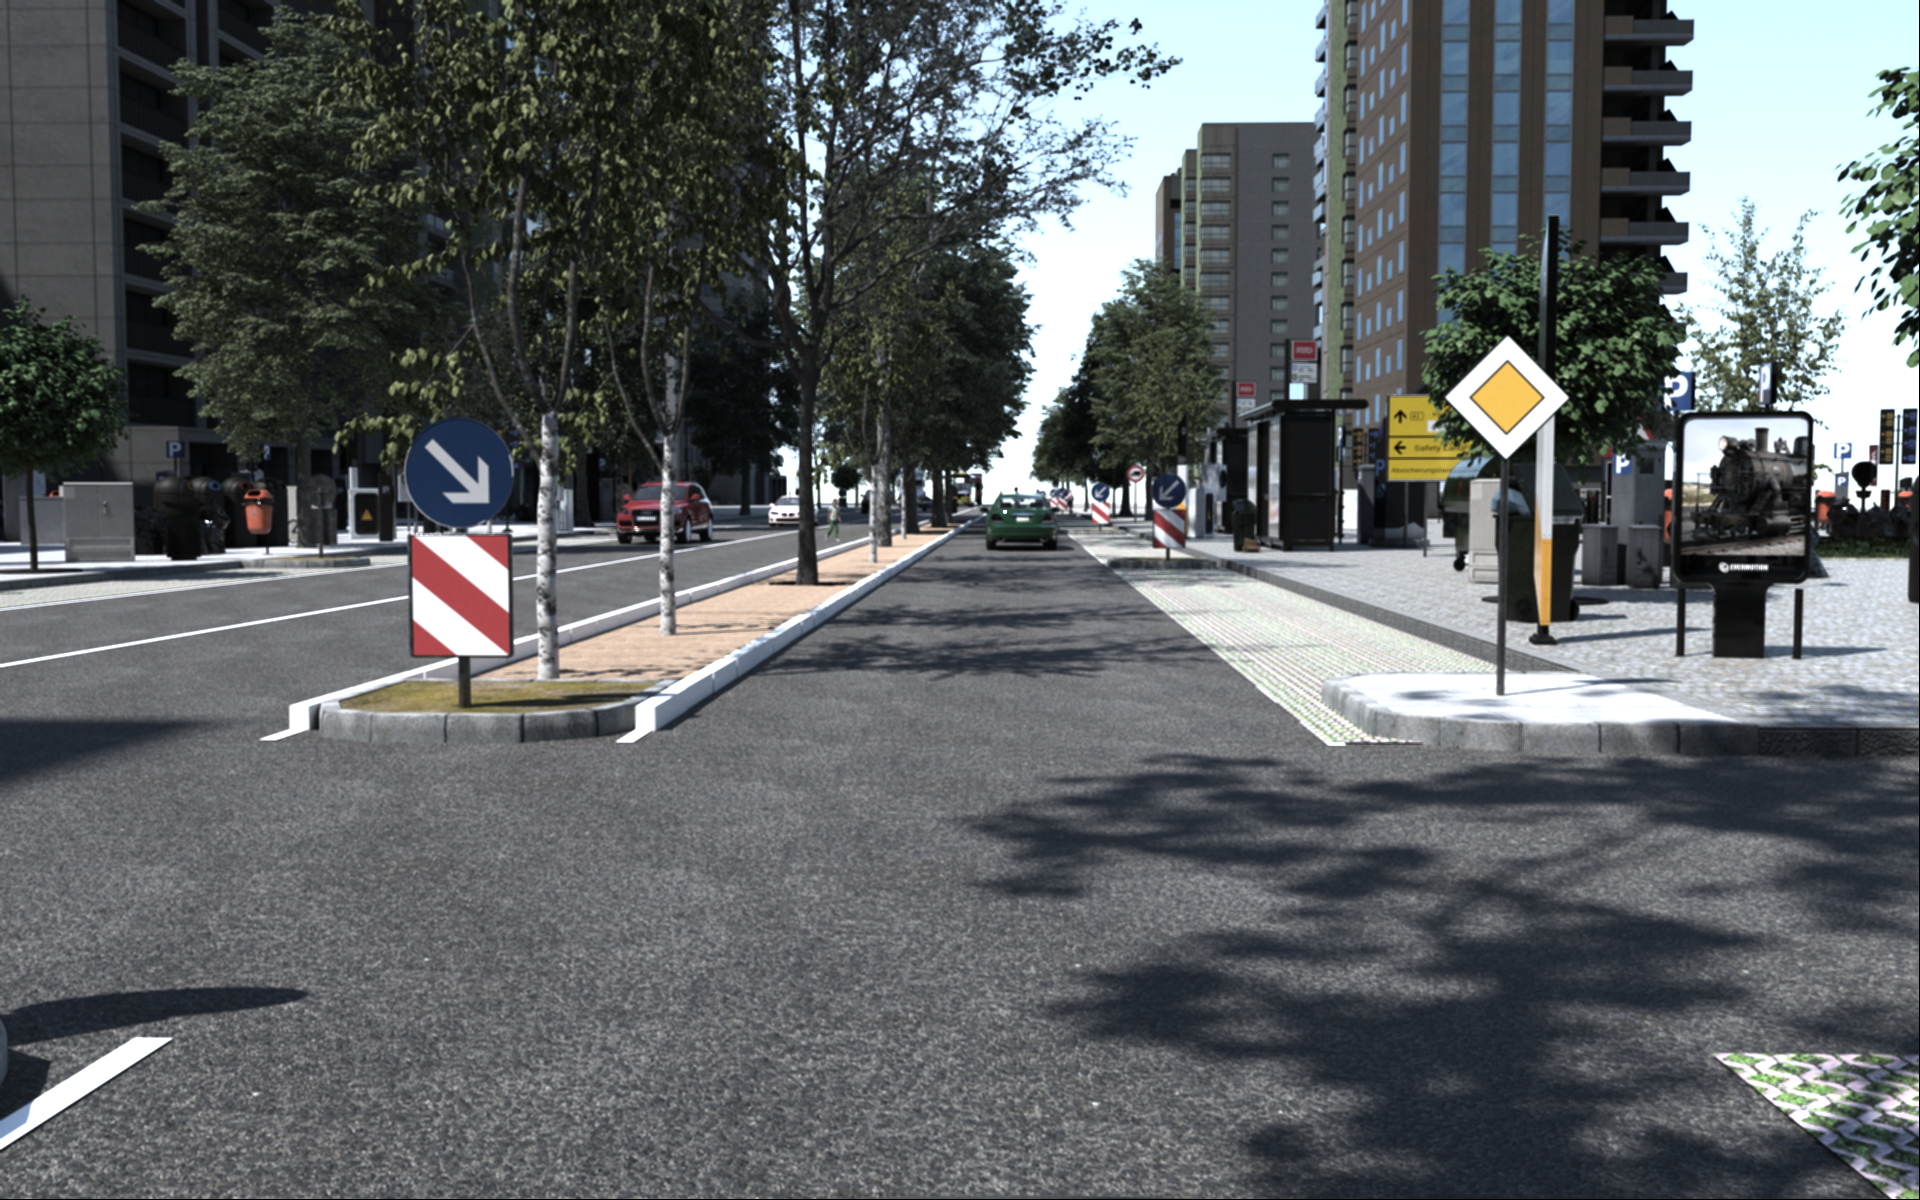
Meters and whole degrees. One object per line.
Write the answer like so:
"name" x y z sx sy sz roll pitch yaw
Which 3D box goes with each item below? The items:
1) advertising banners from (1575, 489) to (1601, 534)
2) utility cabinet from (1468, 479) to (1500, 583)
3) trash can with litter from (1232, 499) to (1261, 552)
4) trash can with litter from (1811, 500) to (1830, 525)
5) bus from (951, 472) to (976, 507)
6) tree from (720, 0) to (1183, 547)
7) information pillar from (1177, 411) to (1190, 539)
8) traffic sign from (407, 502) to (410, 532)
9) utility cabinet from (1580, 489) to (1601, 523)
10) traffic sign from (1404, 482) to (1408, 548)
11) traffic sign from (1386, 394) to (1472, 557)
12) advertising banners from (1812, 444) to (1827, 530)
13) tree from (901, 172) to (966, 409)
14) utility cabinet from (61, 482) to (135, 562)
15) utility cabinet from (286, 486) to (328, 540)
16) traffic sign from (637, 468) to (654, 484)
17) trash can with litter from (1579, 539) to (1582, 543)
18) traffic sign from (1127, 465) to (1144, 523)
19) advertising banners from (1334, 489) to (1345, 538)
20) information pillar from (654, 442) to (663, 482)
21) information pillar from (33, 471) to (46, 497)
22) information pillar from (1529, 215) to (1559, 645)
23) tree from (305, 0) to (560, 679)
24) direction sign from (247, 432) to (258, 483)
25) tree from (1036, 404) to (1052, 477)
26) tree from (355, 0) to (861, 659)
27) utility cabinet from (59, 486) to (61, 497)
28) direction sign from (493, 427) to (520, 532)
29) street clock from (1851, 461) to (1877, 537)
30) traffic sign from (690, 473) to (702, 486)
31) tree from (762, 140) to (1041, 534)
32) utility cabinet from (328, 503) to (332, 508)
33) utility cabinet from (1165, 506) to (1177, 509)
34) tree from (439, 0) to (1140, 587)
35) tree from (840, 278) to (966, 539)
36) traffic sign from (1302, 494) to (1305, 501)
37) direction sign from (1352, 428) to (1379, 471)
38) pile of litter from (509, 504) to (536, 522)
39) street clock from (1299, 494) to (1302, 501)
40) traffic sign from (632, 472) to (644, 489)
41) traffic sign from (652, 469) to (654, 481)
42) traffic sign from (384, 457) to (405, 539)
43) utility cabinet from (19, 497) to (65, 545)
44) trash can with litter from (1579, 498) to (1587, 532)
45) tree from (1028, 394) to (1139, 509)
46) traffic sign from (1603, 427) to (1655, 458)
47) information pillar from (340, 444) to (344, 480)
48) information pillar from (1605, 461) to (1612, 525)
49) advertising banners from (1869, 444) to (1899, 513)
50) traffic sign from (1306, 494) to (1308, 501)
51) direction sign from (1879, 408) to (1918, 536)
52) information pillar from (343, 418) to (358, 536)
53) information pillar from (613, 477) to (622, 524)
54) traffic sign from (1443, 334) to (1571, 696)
"advertising banners" 18.825 -3.479 53.063 2.074 3.025 0.090 -1 4 -22
"utility cabinet" 7.855 -0.976 24.630 1.173 1.500 0.318 3 5 40
"trash can with litter" 6.427 -1.654 38.424 0.624 1.170 1.055 -1 4 -9
"trash can with litter" 34.028 -3.415 66.900 1.678 1.210 2.233 3 5 43
"bus" 0.227 -12.482 195.630 2.896 3.916 12.252 0 4 3
"tree" -0.868 -11.437 45.349 12.611 20.169 13.585 0 3 0
"information pillar" 6.323 -3.531 49.079 0.183 3.616 0.504 -2 4 -23
"traffic sign" -18.747 -3.593 58.849 0.768 2.556 0.104 0 4 6
"utility cabinet" 27.504 -4.094 75.613 1.173 1.500 0.318 -1 4 -9
"traffic sign" 10.523 -2.491 40.832 0.768 2.556 0.104 1 4 10
"traffic sign" 9.805 -2.526 35.178 2.265 3.308 0.079 0 4 7
"advertising banners" 30.438 -3.989 61.404 0.090 3.025 2.074 3 5 43
"tree" -1.826 -5.071 35.724 4.737 8.622 4.395 0 3 0
"utility cabinet" -16.203 -1.463 32.606 1.173 1.500 0.318 -2 4 -27
"utility cabinet" -18.169 -2.399 47.902 1.173 1.500 0.318 1 4 14
"traffic sign" -13.914 -4.678 76.595 0.768 2.556 0.104 1 4 9
"trash can with litter" 15.402 -2.089 45.208 2.233 1.210 1.678 0 4 -3
"traffic sign" 7.707 -4.645 76.054 0.768 2.556 0.104 0 4 5
"advertising banners" 10.988 -3.350 50.955 0.090 3.025 2.074 0 4 -3
"information pillar" -13.553 -5.290 77.846 0.504 3.616 0.183 3 4 36
"information pillar" -30.534 -4.033 57.294 0.183 3.616 0.504 3 5 41
"information pillar" 5.024 -1.437 14.856 0.183 3.616 0.504 1 4 11
"tree" -3.045 -3.660 12.663 4.737 8.622 4.395 0 3 0
"direction sign" -24.294 -4.129 59.504 0.379 3.537 0.876 0 4 -2
"tree" 11.215 -16.068 180.841 7.486 12.596 7.792 0 3 0
"tree" -2.984 -3.955 17.491 4.737 8.622 4.395 0 3 0
"utility cabinet" -23.481 -2.294 46.185 1.173 1.500 0.318 2 4 27
"direction sign" -15.224 -4.047 58.162 0.876 3.537 0.379 0 4 2
"street clock" 19.964 -2.062 38.284 0.471 2.002 0.358 1 4 12
"traffic sign" -12.920 -5.048 84.670 0.606 2.300 0.079 0 4 6
"tree" -1.766 -9.332 61.686 9.857 13.997 8.962 0 3 0
"utility cabinet" -19.001 -2.595 51.111 0.318 1.500 1.173 1 4 13
"utility cabinet" 10.043 -4.397 80.565 0.318 1.500 1.173 -3 4 -38
"tree" -2.423 -6.977 26.903 12.009 13.543 11.850 0 3 0
"tree" -1.774 -6.212 54.386 4.360 8.622 3.978 0 3 0
"traffic sign" 9.687 -2.982 48.864 0.768 2.556 0.104 0 4 2
"direction sign" 13.977 -4.144 59.753 0.876 3.537 0.379 1 4 17
"pile of litter" -20.202 -4.073 80.560 1.719 0.858 1.176 1 4 12
"street clock" 10.399 -2.960 52.963 0.471 2.002 0.358 -1 4 -18
"traffic sign" -15.391 -5.061 82.751 0.884 2.594 0.081 0 4 5
"traffic sign" -15.161 -5.176 84.730 0.768 2.556 0.104 0 4 5
"traffic sign" -16.020 -2.993 49.036 0.768 2.556 0.104 1 4 10
"utility cabinet" -23.280 -2.006 43.958 1.020 1.237 0.306 -2 4 -28
"trash can with litter" 19.817 -2.736 56.122 0.624 1.170 1.055 -2 4 -31
"tree" 10.961 -13.176 149.841 8.767 10.594 7.601 -1 4 -18
"traffic sign" 9.891 -1.559 25.494 0.884 2.594 0.081 0 4 2
"information pillar" -26.002 -5.001 73.115 0.504 3.616 0.183 3 5 44
"information pillar" 14.682 -2.098 38.793 0.304 2.012 0.304 -1 4 -12
"advertising banners" 32.383 -3.937 60.556 0.090 3.025 2.074 0 4 -5
"traffic sign" 9.559 -2.790 47.751 0.606 2.300 0.079 1 4 10
"direction sign" 24.834 -3.297 45.910 0.876 3.537 0.379 3 4 36
"information pillar" -18.766 -3.806 53.576 0.183 3.616 0.504 0 4 3
"information pillar" -14.910 -4.340 75.456 0.304 2.012 0.304 -2 4 -34
"traffic sign" 3.439 -0.448 10.966 0.795 2.450 0.064 0 4 2
